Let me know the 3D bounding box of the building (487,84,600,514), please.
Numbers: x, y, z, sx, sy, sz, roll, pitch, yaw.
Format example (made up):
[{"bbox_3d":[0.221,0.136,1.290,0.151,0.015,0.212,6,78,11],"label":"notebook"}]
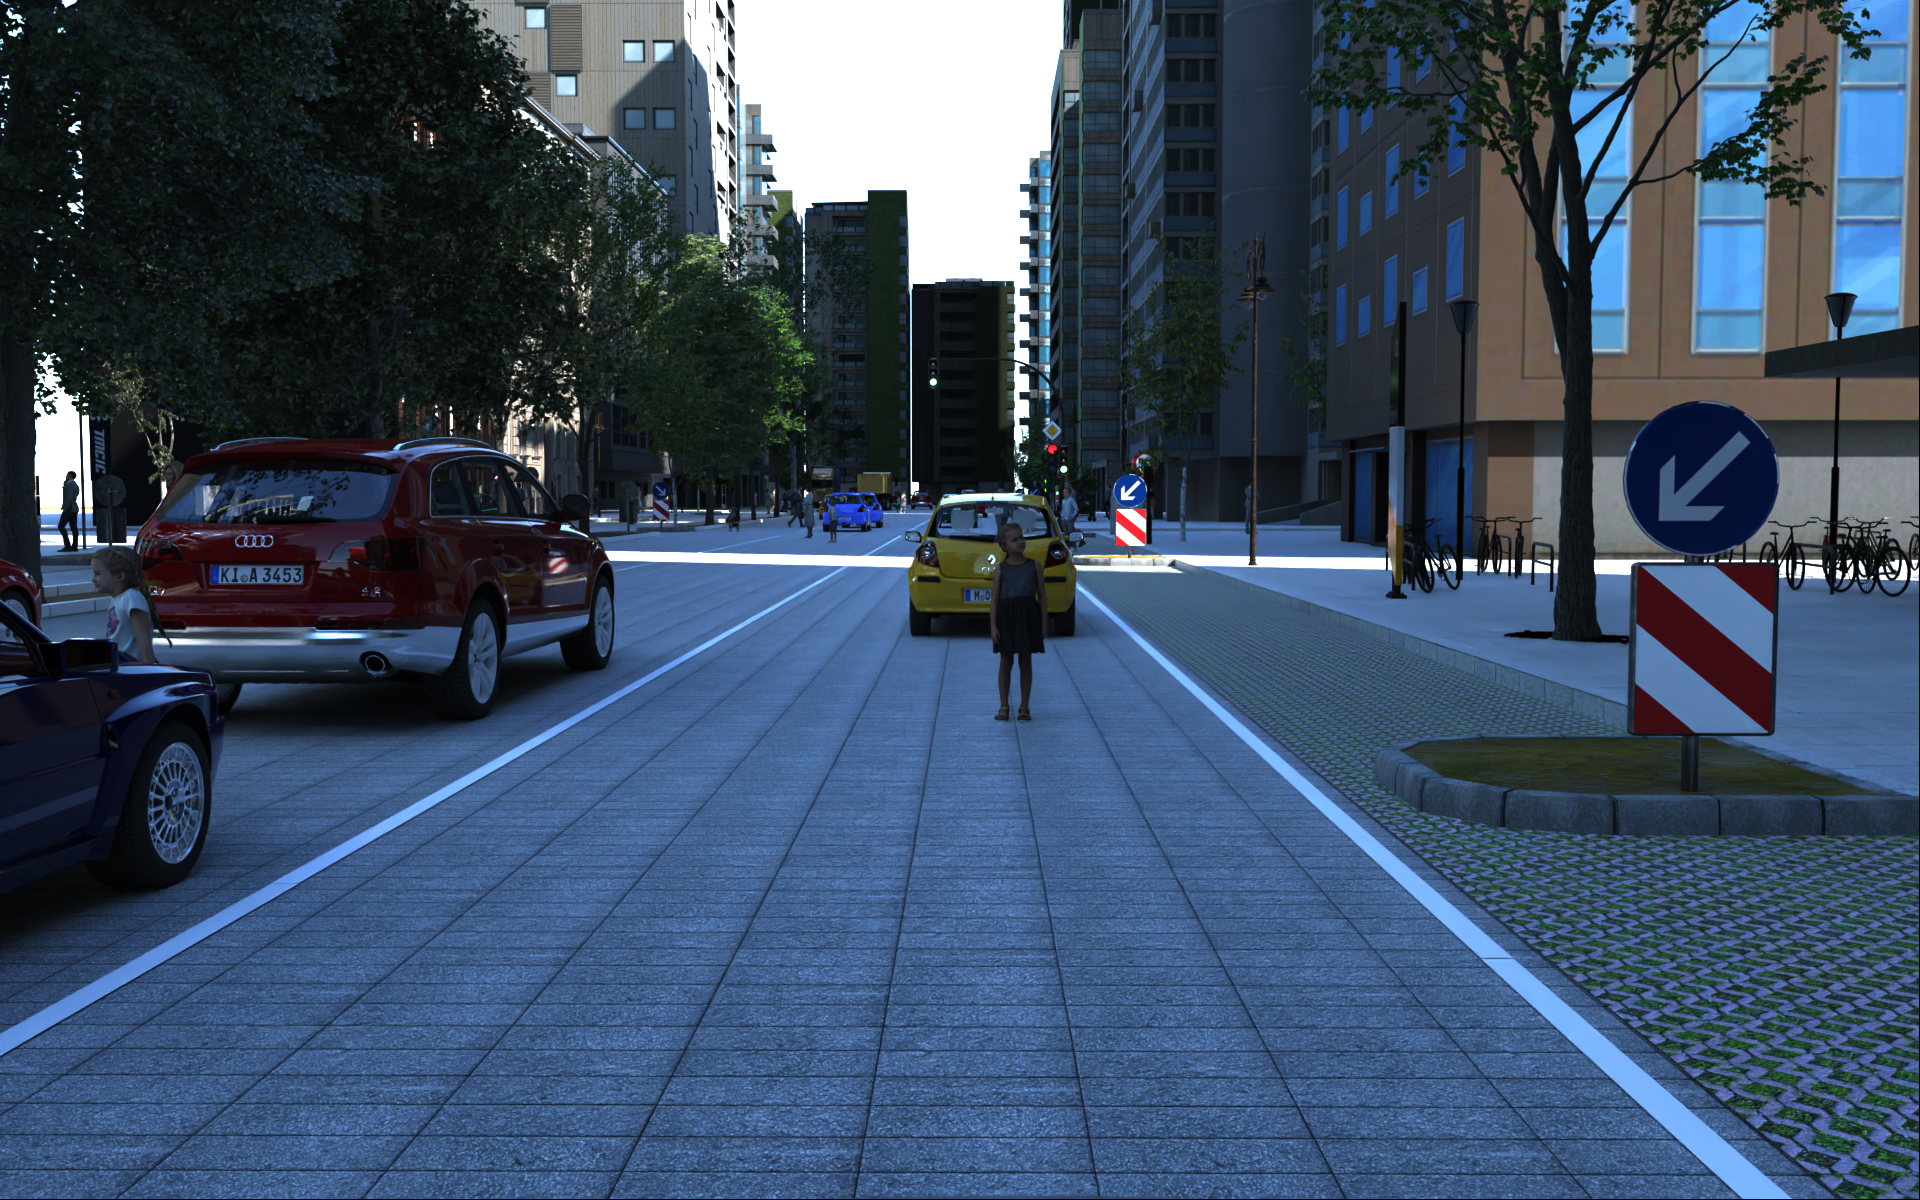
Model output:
[{"bbox_3d":[-28.900,-18.344,97.180,12.463,27.353,25.104,0,4,0],"label":"building"}]

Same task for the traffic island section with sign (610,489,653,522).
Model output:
[{"bbox_3d":[-17.173,-5.031,90.889,1.989,1.847,2.006,0,4,0],"label":"traffic island section with sign"}]

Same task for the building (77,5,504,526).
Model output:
[{"bbox_3d":[-28.646,-15.112,76.755,12.332,23.373,15.834,0,4,0],"label":"building"}]

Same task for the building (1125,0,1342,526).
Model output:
[{"bbox_3d":[20.881,-24.045,85.023,23.993,40.220,32.217,0,4,0],"label":"building"}]

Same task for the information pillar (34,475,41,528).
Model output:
[{"bbox_3d":[-35.118,-3.744,65.706,0.304,2.012,0.304,0,4,3],"label":"information pillar"}]

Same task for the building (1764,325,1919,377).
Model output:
[{"bbox_3d":[20.383,-21.455,5.417,22.147,44.769,28.867,0,4,0],"label":"building"}]

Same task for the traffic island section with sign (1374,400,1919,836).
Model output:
[{"bbox_3d":[3.059,0.029,8.160,1.989,1.847,2.006,0,4,0],"label":"traffic island section with sign"}]

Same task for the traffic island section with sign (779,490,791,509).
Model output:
[{"bbox_3d":[-16.518,-9.750,168.042,1.989,1.847,2.006,0,4,0],"label":"traffic island section with sign"}]

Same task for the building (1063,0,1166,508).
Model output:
[{"bbox_3d":[20.498,-46.745,202.529,20.563,71.187,20.611,0,4,0],"label":"building"}]

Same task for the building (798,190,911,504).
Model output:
[{"bbox_3d":[-13.765,-33.728,235.051,14.086,41.232,14.154,0,4,0],"label":"building"}]

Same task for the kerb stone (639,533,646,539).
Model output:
[{"bbox_3d":[-10.305,-2.033,55.468,0.120,0.150,1.000,0,4,0],"label":"kerb stone"}]

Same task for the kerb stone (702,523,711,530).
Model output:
[{"bbox_3d":[-10.197,-2.880,69.318,0.120,0.150,1.000,0,4,0],"label":"kerb stone"}]

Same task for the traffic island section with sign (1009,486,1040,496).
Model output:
[{"bbox_3d":[3.757,-5.054,91.253,1.989,1.847,2.006,0,4,0],"label":"traffic island section with sign"}]

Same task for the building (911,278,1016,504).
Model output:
[{"bbox_3d":[0.426,-28.316,234.664,14.107,30.474,14.160,0,4,0],"label":"building"}]

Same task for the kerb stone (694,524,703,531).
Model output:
[{"bbox_3d":[-10.208,-2.757,67.265,0.120,0.150,1.000,0,4,0],"label":"kerb stone"}]

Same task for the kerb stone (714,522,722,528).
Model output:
[{"bbox_3d":[-10.170,-3.070,72.384,0.120,0.150,1.000,0,4,0],"label":"kerb stone"}]

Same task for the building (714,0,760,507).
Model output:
[{"bbox_3d":[-31.556,-45.251,178.106,20.563,71.187,20.611,0,4,0],"label":"building"}]

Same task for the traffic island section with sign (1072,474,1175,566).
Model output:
[{"bbox_3d":[3.281,-1.623,35.156,1.989,1.847,2.006,0,4,0],"label":"traffic island section with sign"}]

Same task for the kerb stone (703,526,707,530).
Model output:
[{"bbox_3d":[-10.199,-2.817,68.289,0.120,0.150,1.000,0,4,0],"label":"kerb stone"}]

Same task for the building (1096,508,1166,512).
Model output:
[{"bbox_3d":[20.473,-41.913,123.521,20.563,71.187,20.611,0,4,0],"label":"building"}]

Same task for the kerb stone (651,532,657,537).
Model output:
[{"bbox_3d":[-10.289,-2.160,57.513,0.120,0.150,1.000,0,4,0],"label":"kerb stone"}]

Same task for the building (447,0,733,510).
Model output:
[{"bbox_3d":[-35.661,-34.577,154.572,28.713,52.752,27.495,0,4,0],"label":"building"}]

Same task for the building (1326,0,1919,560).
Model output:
[{"bbox_3d":[16.838,-23.782,38.951,14.600,45.320,14.200,0,4,0],"label":"building"}]

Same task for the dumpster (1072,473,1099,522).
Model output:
[{"bbox_3d":[5.731,-4.828,81.429,1.502,2.255,1.985,0,4,1],"label":"dumpster"}]

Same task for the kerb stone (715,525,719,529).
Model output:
[{"bbox_3d":[-10.181,-3.005,71.362,0.120,0.150,1.000,0,4,0],"label":"kerb stone"}]

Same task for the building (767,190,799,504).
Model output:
[{"bbox_3d":[-28.688,-33.729,235.067,14.086,41.232,14.154,0,4,0],"label":"building"}]

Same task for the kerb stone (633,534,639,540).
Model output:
[{"bbox_3d":[-10.325,-1.973,54.446,0.120,0.150,1.000,0,4,0],"label":"kerb stone"}]

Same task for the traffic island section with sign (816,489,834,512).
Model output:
[{"bbox_3d":[-10.633,-8.128,141.027,2.006,1.907,1.989,0,4,0],"label":"traffic island section with sign"}]

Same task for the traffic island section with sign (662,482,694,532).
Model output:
[{"bbox_3d":[-11.258,-3.532,65.891,2.006,1.907,1.989,0,4,0],"label":"traffic island section with sign"}]

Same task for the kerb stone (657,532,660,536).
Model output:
[{"bbox_3d":[-10.290,-2.222,58.542,0.120,0.150,1.000,0,4,0],"label":"kerb stone"}]

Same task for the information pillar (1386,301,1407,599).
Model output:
[{"bbox_3d":[5.391,-1.836,21.366,0.183,3.616,0.504,0,4,2],"label":"information pillar"}]

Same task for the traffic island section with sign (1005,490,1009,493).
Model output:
[{"bbox_3d":[3.983,-6.702,118.207,1.989,1.847,2.006,0,4,0],"label":"traffic island section with sign"}]

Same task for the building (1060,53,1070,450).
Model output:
[{"bbox_3d":[16.459,-29.419,164.600,14.154,41.232,14.086,0,4,0],"label":"building"}]

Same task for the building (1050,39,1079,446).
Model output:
[{"bbox_3d":[20.595,-34.156,182.152,21.300,48.544,21.600,0,4,0],"label":"building"}]

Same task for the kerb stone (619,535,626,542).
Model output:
[{"bbox_3d":[-10.339,-1.847,52.395,0.120,0.150,1.000,0,4,0],"label":"kerb stone"}]

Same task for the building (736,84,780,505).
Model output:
[{"bbox_3d":[-36.951,-35.641,202.334,30.456,49.044,23.786,0,4,0],"label":"building"}]

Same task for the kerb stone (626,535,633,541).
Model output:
[{"bbox_3d":[-10.329,-1.909,53.420,0.120,0.150,1.000,0,4,0],"label":"kerb stone"}]

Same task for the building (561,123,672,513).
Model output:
[{"bbox_3d":[-29.385,-20.072,121.684,14.314,27.812,24.014,0,4,0],"label":"building"}]

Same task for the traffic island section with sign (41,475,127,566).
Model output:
[{"bbox_3d":[-17.648,-1.640,35.437,1.989,1.847,2.006,0,4,0],"label":"traffic island section with sign"}]

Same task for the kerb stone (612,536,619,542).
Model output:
[{"bbox_3d":[-10.350,-1.780,51.365,0.120,0.150,1.000,0,4,0],"label":"kerb stone"}]

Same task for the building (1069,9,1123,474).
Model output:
[{"bbox_3d":[17.200,-28.543,150.266,14.154,41.232,14.086,0,4,0],"label":"building"}]

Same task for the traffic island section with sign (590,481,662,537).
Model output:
[{"bbox_3d":[-11.331,-3.079,58.484,2.006,1.907,1.989,0,4,0],"label":"traffic island section with sign"}]

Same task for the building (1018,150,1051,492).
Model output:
[{"bbox_3d":[23.276,-37.853,238.501,30.456,49.044,23.786,0,4,0],"label":"building"}]

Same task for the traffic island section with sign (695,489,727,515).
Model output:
[{"bbox_3d":[-16.934,-6.689,117.998,1.989,1.847,2.006,0,4,0],"label":"traffic island section with sign"}]

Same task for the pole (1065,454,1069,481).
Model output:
[{"bbox_3d":[5.390,-5.703,87.094,0.158,3.312,0.155,0,3,0],"label":"pole"}]

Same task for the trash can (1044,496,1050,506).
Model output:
[{"bbox_3d":[5.835,-6.397,116.242,0.748,1.137,0.748,0,3,0],"label":"trash can"}]

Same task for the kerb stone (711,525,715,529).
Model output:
[{"bbox_3d":[-10.187,-2.945,70.340,0.120,0.150,1.000,0,4,0],"label":"kerb stone"}]

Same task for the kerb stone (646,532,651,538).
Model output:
[{"bbox_3d":[-10.302,-2.093,56.491,0.120,0.150,1.000,0,4,0],"label":"kerb stone"}]

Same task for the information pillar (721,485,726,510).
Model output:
[{"bbox_3d":[-19.041,-8.258,139.512,0.304,2.012,0.304,-1,4,-20],"label":"information pillar"}]
